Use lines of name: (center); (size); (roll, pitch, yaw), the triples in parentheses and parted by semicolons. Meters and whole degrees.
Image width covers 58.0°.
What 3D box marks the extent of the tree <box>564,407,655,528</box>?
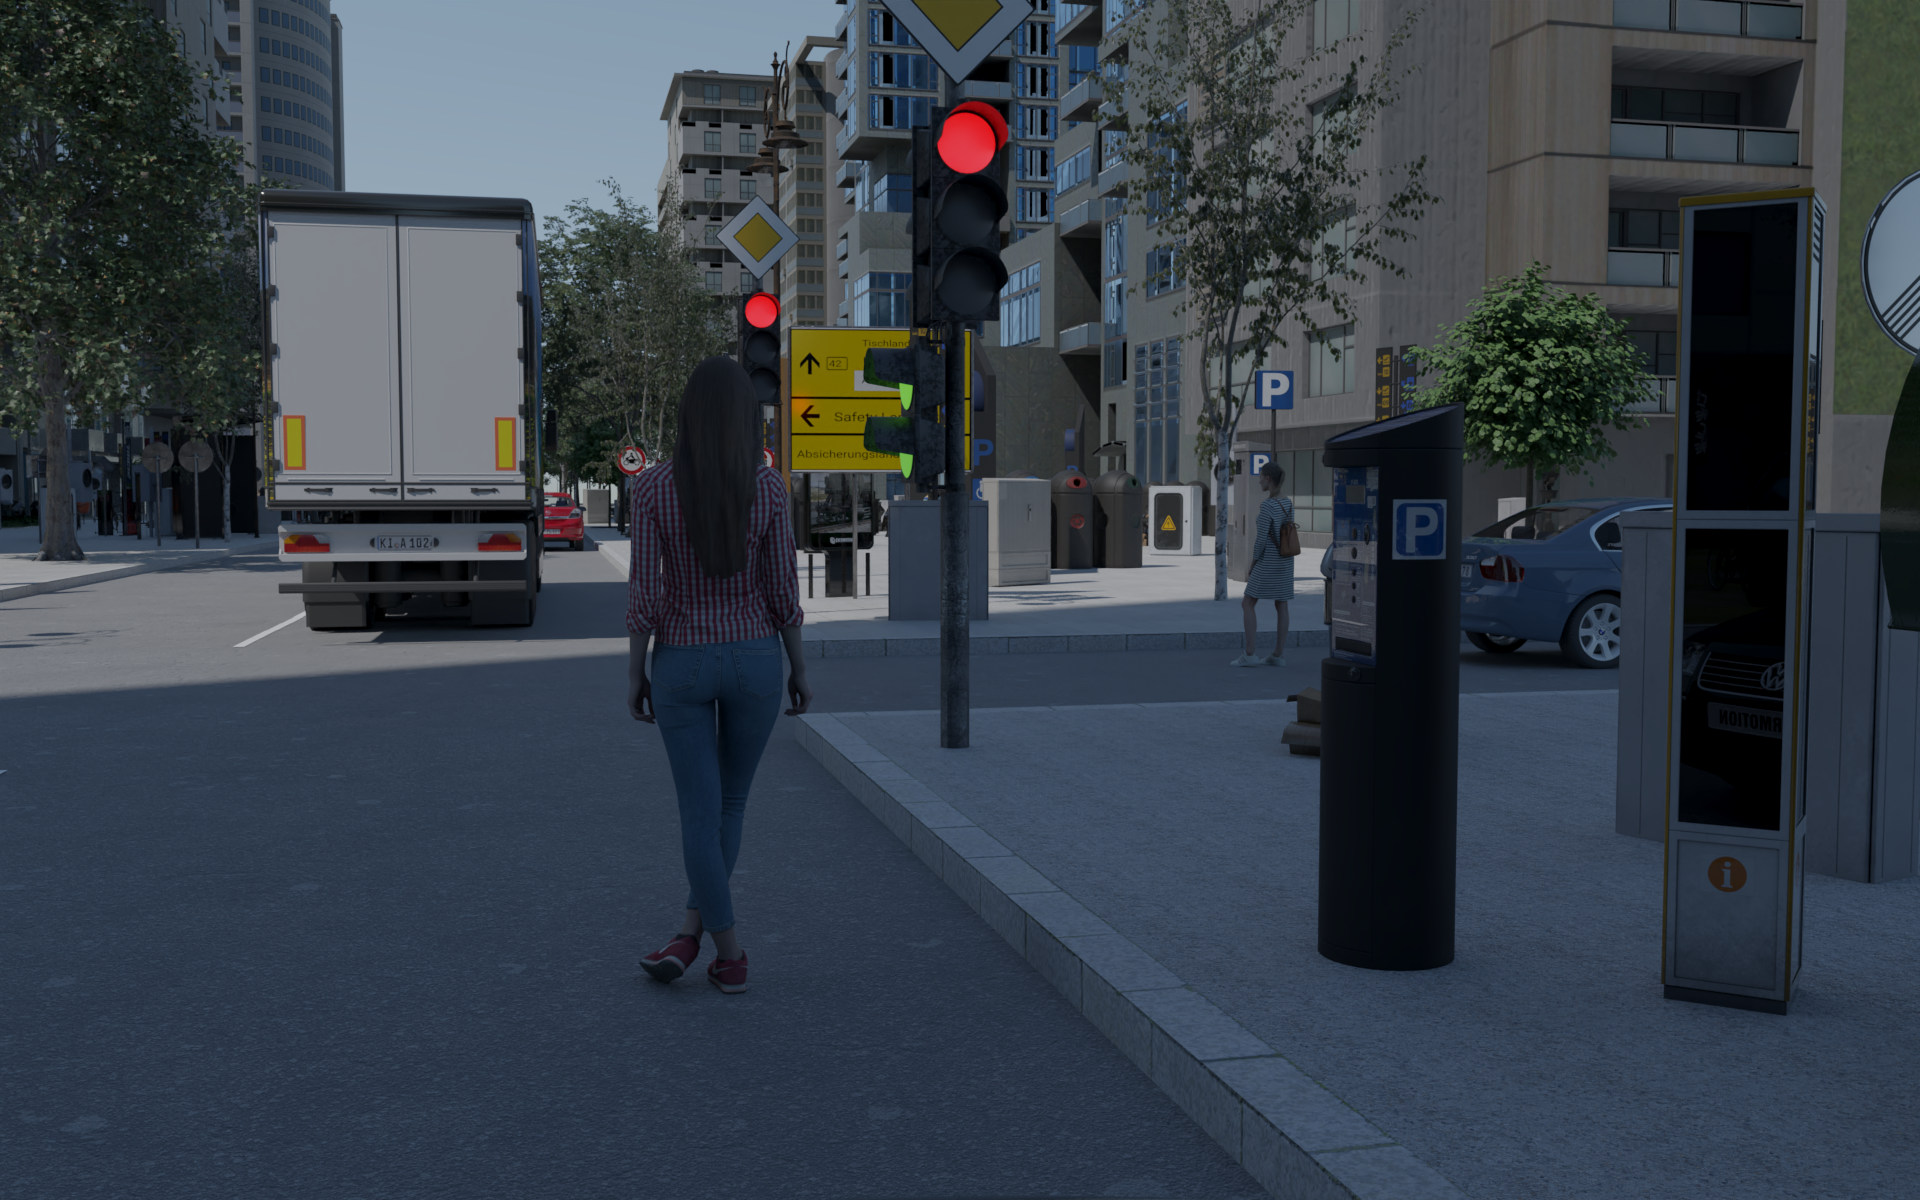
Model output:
tree: (-13.266, -5.010, 65.634); (4.285, 4.588, 4.351); (0, 3, 0)

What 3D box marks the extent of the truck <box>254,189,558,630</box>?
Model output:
truck: (-6.487, -2.002, 21.644); (2.839, 4.237, 11.283); (-1, 4, -13)

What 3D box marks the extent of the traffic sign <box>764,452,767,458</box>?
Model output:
traffic sign: (-3.311, -1.576, 25.771); (0.884, 2.594, 0.081); (-1, 4, -11)

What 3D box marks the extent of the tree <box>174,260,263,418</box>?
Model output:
tree: (-23.715, -7.709, 60.453); (7.601, 10.594, 8.767); (0, 4, -7)

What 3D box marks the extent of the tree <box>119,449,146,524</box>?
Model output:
tree: (-35.329, -4.889, 74.533); (1.663, 3.219, 1.824); (0, 3, 0)

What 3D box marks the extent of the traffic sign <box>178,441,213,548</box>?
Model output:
traffic sign: (-18.006, -2.491, 40.834); (0.768, 2.556, 0.104); (-1, 4, -11)

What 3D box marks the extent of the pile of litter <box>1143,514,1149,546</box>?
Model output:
pile of litter: (4.477, -1.784, 43.139); (1.176, 0.858, 1.719); (0, 4, 0)

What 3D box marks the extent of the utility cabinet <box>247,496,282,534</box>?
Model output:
utility cabinet: (-22.444, -2.734, 55.861); (1.020, 1.237, 0.306); (-2, 4, -24)

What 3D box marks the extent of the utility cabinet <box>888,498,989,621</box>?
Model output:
utility cabinet: (-0.222, -0.398, 17.673); (1.020, 1.237, 0.306); (0, 4, -2)

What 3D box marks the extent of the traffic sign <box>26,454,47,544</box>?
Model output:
traffic sign: (-23.666, -2.593, 44.520); (0.606, 2.300, 0.079); (0, 4, -6)

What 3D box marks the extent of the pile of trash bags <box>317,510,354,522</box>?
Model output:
pile of trash bags: (-27.981, -4.177, 78.046); (1.912, 1.369, 3.447); (-1, 4, -21)

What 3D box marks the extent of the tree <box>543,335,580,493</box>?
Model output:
tree: (-43.849, -20.833, 196.513); (12.611, 20.169, 13.585); (0, 3, 0)

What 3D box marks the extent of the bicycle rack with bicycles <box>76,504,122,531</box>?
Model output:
bicycle rack with bicycles: (-30.672, -2.910, 60.965); (2.852, 0.926, 2.925); (-1, 4, -15)

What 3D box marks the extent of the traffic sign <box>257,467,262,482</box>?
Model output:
traffic sign: (-31.895, -4.775, 78.176); (0.768, 2.556, 0.104); (0, 4, -4)

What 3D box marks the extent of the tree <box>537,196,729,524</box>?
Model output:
tree: (-14.433, -10.258, 74.380); (9.857, 13.997, 8.962); (0, 3, 0)

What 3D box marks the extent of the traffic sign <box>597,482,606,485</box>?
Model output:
traffic sign: (-17.691, -5.254, 85.900); (0.884, 2.594, 0.081); (-1, 4, -10)

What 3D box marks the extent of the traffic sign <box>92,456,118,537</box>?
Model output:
traffic sign: (-25.816, -3.125, 52.280); (0.795, 2.450, 0.064); (-1, 4, -13)

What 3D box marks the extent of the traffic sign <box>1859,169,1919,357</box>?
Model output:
traffic sign: (3.817, -0.408, 6.773); (0.768, 2.556, 0.104); (0, 4, -8)

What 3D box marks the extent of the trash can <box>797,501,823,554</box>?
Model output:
trash can: (-3.171, -1.584, 37.557); (0.748, 1.137, 0.748); (0, 3, 0)

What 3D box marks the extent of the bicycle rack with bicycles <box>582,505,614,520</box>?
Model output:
bicycle rack with bicycles: (-17.013, -4.336, 84.281); (2.925, 0.926, 2.852); (-3, 4, -37)

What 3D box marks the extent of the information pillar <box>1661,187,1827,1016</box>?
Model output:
information pillar: (1.983, 0.006, 4.389); (0.304, 2.012, 0.304); (2, 4, 31)

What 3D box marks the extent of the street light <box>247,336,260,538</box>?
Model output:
street light: (-20.603, -4.757, 50.571); (0.468, 5.910, 1.993); (-1, 4, -14)

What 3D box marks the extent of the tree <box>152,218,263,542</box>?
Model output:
tree: (-19.482, -5.845, 45.932); (4.360, 8.622, 3.978); (0, 3, 0)

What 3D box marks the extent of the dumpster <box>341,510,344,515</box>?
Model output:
dumpster: (-29.886, -4.910, 82.765); (1.502, 2.255, 1.985); (-1, 4, -14)

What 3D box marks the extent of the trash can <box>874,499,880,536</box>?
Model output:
trash can: (-2.814, -2.563, 53.561); (0.748, 1.137, 0.748); (0, 3, 0)

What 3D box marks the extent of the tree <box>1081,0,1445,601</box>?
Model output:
tree: (3.375, -4.303, 20.723); (4.360, 8.622, 3.978); (0, 3, 0)

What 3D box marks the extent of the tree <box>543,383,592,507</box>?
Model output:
tree: (-31.557, -13.224, 141.969); (9.928, 11.665, 9.643); (0, 3, 0)

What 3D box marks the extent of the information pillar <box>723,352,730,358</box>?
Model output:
information pillar: (-3.765, -2.275, 28.543); (0.183, 3.616, 0.504); (-2, 4, -31)

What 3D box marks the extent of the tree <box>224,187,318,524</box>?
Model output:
tree: (-26.602, -9.795, 70.512); (12.009, 13.543, 11.850); (0, 3, 0)

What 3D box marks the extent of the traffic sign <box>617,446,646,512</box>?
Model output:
traffic sign: (-8.618, -2.776, 45.497); (0.768, 2.556, 0.104); (-1, 4, -9)

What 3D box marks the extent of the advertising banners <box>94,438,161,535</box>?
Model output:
advertising banners: (-25.754, -3.514, 53.640); (2.074, 3.025, 0.090); (0, 4, -3)

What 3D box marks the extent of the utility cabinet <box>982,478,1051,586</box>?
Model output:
utility cabinet: (0.809, -0.955, 24.285); (0.318, 1.500, 1.173); (3, 5, 40)

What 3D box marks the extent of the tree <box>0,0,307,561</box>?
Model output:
tree: (-17.503, -7.109, 33.240); (9.611, 12.733, 9.660); (0, 3, 0)

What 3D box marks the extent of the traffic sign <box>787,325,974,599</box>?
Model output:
traffic sign: (-0.960, -1.667, 21.121); (2.265, 3.308, 0.079); (0, 4, -7)

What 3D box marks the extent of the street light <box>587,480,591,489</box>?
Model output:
street light: (-19.729, -7.270, 91.655); (0.468, 5.910, 1.993); (-1, 4, -14)

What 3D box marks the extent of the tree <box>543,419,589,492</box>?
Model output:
tree: (-52.628, -19.041, 228.319); (9.611, 12.733, 9.660); (0, 3, 0)

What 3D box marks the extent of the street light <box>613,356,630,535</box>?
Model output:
street light: (-10.481, -4.948, 53.688); (0.468, 5.910, 1.993); (-1, 4, -14)

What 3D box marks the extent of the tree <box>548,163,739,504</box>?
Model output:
tree: (-6.995, -5.433, 39.189); (4.360, 8.622, 3.978); (0, 3, 0)

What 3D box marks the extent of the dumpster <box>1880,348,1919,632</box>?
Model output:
dumpster: (2.957, -0.034, 3.050); (1.502, 2.255, 1.985); (-1, 4, -14)

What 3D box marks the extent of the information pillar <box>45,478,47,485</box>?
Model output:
information pillar: (-27.331, -2.916, 52.171); (0.304, 2.012, 0.304); (-3, 4, -39)

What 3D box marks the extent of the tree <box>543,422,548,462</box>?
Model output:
tree: (-27.801, -10.611, 123.857); (4.360, 8.622, 3.978); (0, 3, 0)

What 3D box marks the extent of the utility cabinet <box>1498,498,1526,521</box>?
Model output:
utility cabinet: (9.603, -1.162, 30.160); (0.306, 1.237, 1.020); (0, 4, 6)

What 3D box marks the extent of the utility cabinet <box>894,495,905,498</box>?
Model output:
utility cabinet: (-2.723, -4.410, 83.272); (0.306, 1.237, 1.020); (3, 5, 39)

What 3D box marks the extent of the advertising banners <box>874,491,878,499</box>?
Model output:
advertising banners: (-4.233, -4.345, 67.230); (2.074, 3.025, 0.090); (0, 4, -5)

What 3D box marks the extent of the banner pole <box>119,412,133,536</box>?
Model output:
banner pole: (-25.430, -3.844, 52.873); (0.401, 3.779, 0.863); (-3, 5, -44)

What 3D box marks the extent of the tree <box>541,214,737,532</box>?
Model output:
tree: (-11.526, -7.594, 58.578); (8.767, 10.594, 7.601); (-1, 4, -14)

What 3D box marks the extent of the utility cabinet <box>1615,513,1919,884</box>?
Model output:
utility cabinet: (2.859, 0.306, 6.162); (0.306, 1.237, 1.020); (-2, 4, -31)

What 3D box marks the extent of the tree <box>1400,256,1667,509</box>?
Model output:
tree: (7.911, -2.452, 23.810); (4.285, 4.588, 4.351); (0, 3, 0)

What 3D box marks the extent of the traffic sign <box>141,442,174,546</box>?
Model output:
traffic sign: (-19.673, -2.591, 42.473); (0.768, 2.556, 0.104); (0, 4, -4)

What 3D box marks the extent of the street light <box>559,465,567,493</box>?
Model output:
street light: (-39.574, -12.270, 173.396); (0.468, 5.910, 1.993); (-1, 4, -14)

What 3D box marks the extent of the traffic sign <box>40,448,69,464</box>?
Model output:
traffic sign: (-24.208, -2.824, 46.281); (0.768, 2.556, 0.104); (0, 4, -6)

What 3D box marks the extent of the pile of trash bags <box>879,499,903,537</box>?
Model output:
pile of trash bags: (-0.613, -2.550, 51.445); (3.447, 1.369, 1.912); (3, 5, 40)

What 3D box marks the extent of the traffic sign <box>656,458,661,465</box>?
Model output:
traffic sign: (-10.963, -3.854, 63.013); (0.884, 2.594, 0.081); (-1, 4, -12)

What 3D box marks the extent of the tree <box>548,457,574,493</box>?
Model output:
tree: (-49.847, -16.299, 216.850); (4.737, 8.622, 4.395); (0, 3, 0)

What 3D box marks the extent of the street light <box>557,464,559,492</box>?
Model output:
street light: (-48.308, -14.457, 209.151); (0.468, 5.910, 1.993); (-1, 4, -14)

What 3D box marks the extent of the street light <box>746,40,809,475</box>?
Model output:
street light: (-1.928, -2.782, 18.274); (0.468, 5.910, 1.993); (-1, 4, -14)

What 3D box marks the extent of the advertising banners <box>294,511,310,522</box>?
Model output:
advertising banners: (-29.374, -4.938, 76.919); (0.090, 3.025, 2.074); (-3, 5, -42)

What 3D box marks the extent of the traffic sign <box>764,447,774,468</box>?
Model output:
traffic sign: (-5.313, -2.836, 46.474); (0.768, 2.556, 0.104); (0, 4, -4)

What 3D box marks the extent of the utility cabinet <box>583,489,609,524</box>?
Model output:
utility cabinet: (-15.530, -3.991, 73.936); (0.318, 1.500, 1.173); (3, 4, 38)
